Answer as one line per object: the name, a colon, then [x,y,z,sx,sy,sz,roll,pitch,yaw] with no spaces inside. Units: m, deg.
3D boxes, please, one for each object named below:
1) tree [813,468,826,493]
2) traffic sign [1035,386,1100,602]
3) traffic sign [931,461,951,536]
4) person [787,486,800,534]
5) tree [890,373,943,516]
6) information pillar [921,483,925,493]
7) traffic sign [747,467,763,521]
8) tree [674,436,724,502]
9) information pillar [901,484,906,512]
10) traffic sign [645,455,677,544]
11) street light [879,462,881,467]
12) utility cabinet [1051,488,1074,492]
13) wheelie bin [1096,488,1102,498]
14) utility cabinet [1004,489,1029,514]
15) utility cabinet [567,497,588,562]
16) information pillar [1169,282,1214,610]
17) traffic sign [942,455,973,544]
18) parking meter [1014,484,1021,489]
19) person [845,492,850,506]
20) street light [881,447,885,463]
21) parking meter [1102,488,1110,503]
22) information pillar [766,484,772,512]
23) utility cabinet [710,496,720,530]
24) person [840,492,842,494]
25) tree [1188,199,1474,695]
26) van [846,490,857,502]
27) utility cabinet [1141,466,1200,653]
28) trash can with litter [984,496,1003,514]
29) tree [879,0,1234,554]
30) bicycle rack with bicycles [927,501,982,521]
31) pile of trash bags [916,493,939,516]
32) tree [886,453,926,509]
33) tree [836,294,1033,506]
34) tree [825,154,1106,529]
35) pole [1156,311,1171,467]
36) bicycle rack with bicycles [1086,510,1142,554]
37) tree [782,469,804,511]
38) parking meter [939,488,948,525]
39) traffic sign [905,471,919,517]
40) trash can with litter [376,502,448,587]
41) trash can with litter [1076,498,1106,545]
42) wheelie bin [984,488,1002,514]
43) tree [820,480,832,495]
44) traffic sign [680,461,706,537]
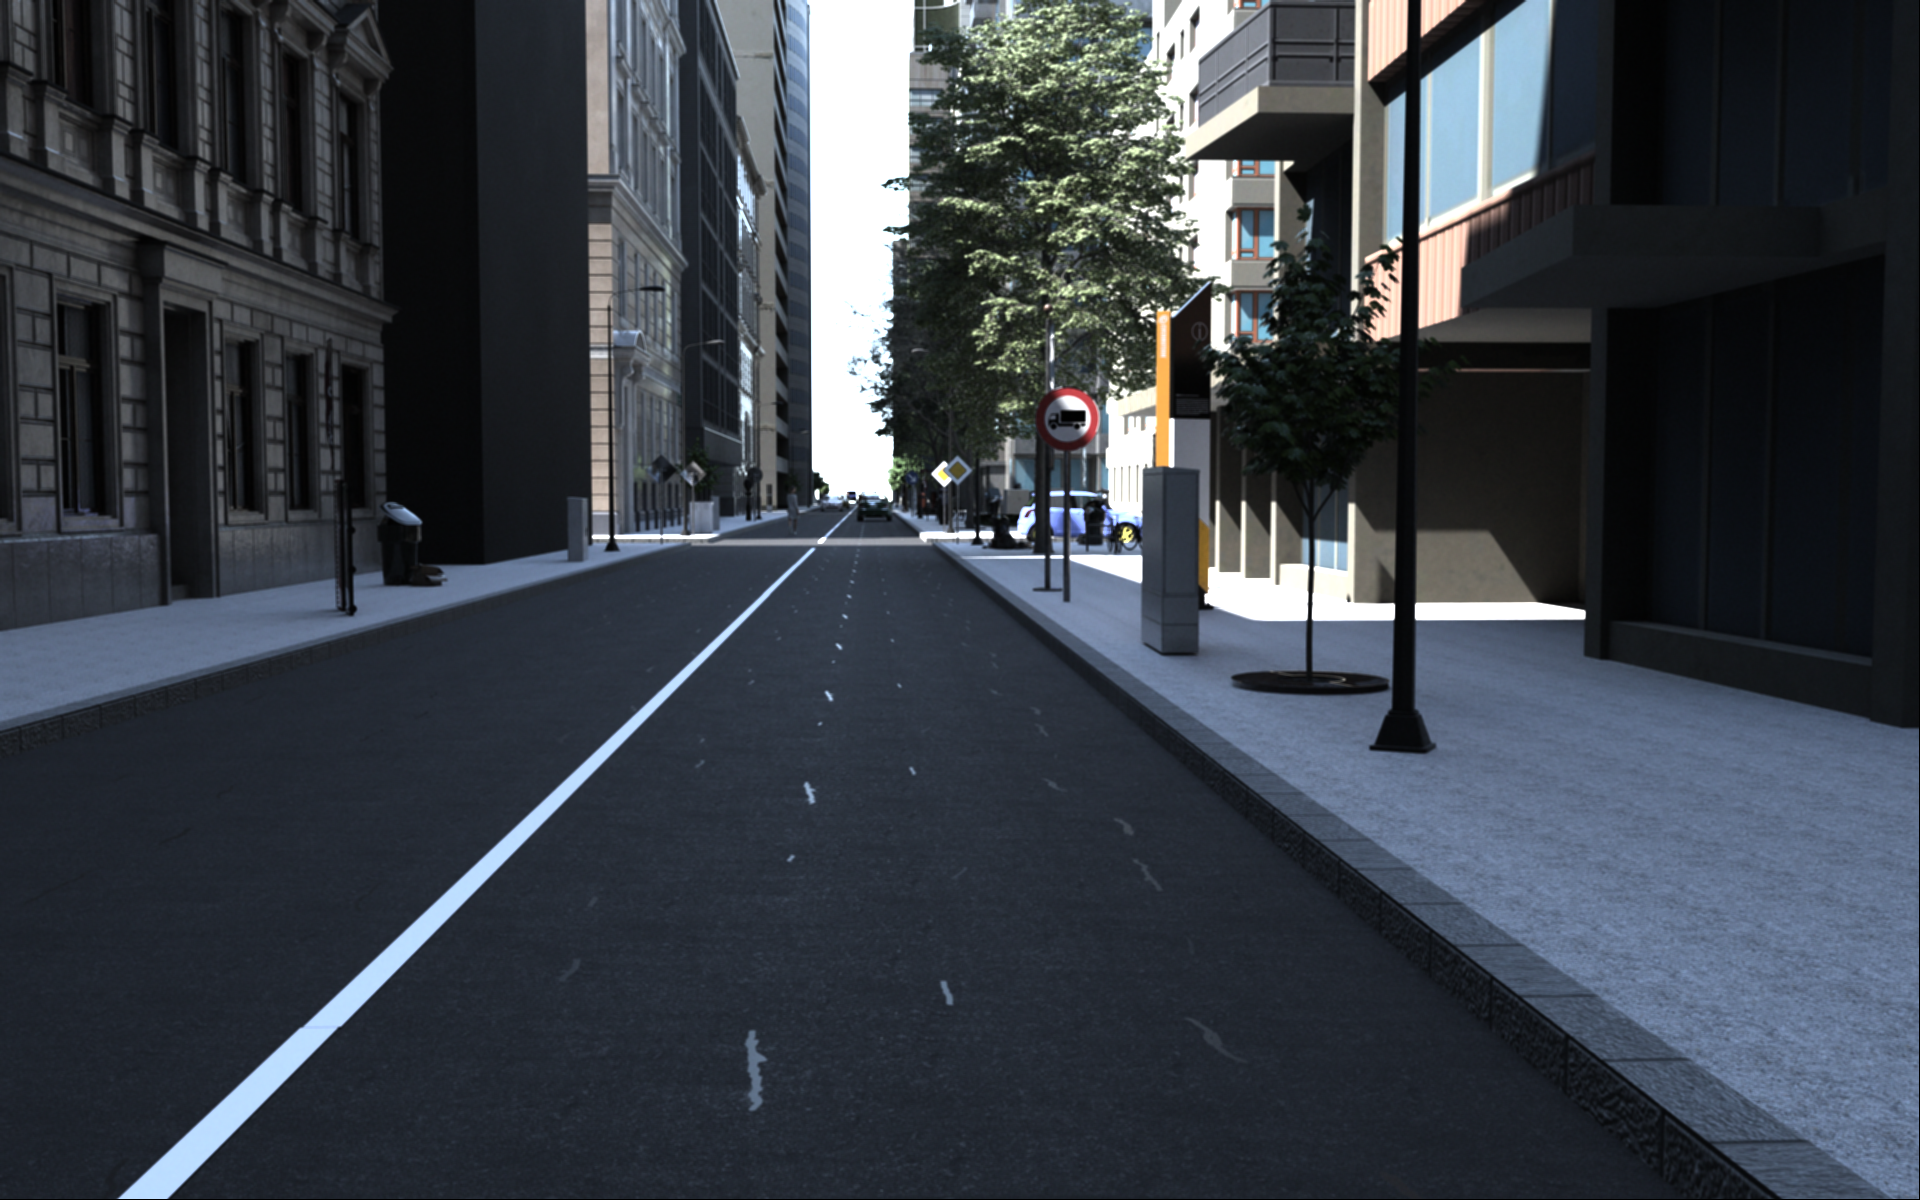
tree: [-17.412,-13.464,203.855,4.285,4.588,4.351,0,3,0]
traffic sign: [1.274,-1.253,20.591,0.768,2.556,0.104,0,4,5]
traffic sign: [-0.478,-2.983,52.413,0.795,2.450,0.064,0,4,-3]
person: [-5.927,-3.194,61.480,0.466,1.731,0.760,0,4,0]
tree: [-2.605,-9.255,101.674,4.737,8.622,4.395,0,3,0]
information pillar: [-2.582,-6.892,117.172,0.304,2.012,0.304,-1,4,-15]
traffic sign: [-9.646,-4.968,81.330,0.768,2.556,0.104,0,4,4]
tree: [-8.682,-3.878,58.001,1.663,3.219,1.824,0,3,0]
information pillar: [-4.059,-7.387,125.271,0.304,2.012,0.304,-1,4,-12]
traffic sign: [-7.598,-2.473,44.068,0.795,2.450,0.064,0,4,-3]
street light: [-8.508,-14.149,203.868,1.470,5.913,1.316,0,4,-3]
utility cabinet: [3.786,-3.535,66.482,1.173,1.500,0.318,0,4,4]
wheelie bin: [7.362,-4.995,89.574,0.693,1.594,0.980,0,4,0]
utility cabinet: [2.577,-4.302,79.014,1.173,1.500,0.318,-2,4,-29]
utility cabinet: [-7.332,-1.352,33.275,0.306,1.237,1.020,0,4,-6]
information pillar: [2.552,-1.699,19.127,0.504,3.616,0.183,-2,4,-24]
traffic sign: [-0.063,-2.495,44.439,0.795,2.450,0.064,0,4,-3]
parking meter: [3.162,-5.500,95.641,0.255,1.863,0.399,2,4,32]
person: [-13.858,-12.468,213.148,0.445,1.727,0.742,1,4,18]
street light: [-6.703,-12.015,168.991,1.470,5.913,1.316,0,4,-3]
parking meter: [6.477,-4.191,76.935,0.372,1.533,0.369,0,3,0]
information pillar: [-13.866,-7.431,125.989,0.304,2.012,0.304,-3,5,-42]
utility cabinet: [-8.730,-3.092,61.716,0.306,1.237,1.020,-1,4,-11]
person: [-16.047,-13.749,234.230,0.436,1.711,0.756,2,4,23]
tree: [2.261,-1.039,11.591,1.663,3.219,1.824,0,3,0]
van: [-17.662,-16.922,281.065,2.240,2.365,5.245,0,4,-4]
utility cabinet: [1.737,-0.343,14.287,0.318,1.500,1.173,0,4,-2]
trash can with litter: [1.671,-4.791,89.719,0.624,1.170,1.055,3,5,44]
tree: [2.000,-7.259,36.805,7.486,12.596,7.792,0,3,0]
bicycle rack with bicycles: [-0.387,-4.224,82.439,2.852,0.926,2.925,-1,4,-13]
pile of trash bags: [-1.841,-5.819,104.899,1.912,1.369,3.447,1,4,17]
tree: [-3.951,-8.954,130.119,4.285,4.588,4.351,0,3,0]
tree: [-0.857,-8.609,75.161,8.767,10.594,7.601,-1,4,-19]
tree: [0.231,-9.343,63.121,12.009,13.543,11.850,0,3,0]
pole: [2.279,-1.565,19.428,0.158,3.312,0.155,0,3,0]
bicycle rack with bicycles: [4.025,-1.528,38.370,2.852,0.926,2.925,-1,4,-15]
tree: [-12.679,-8.391,131.789,1.663,3.219,1.824,0,3,0]
parking meter: [-0.671,-3.910,72.346,0.372,1.533,0.369,0,3,0]
traffic sign: [-2.651,-5.869,96.062,0.768,2.556,0.104,0,4,7]
trash can with litter: [-7.673,-0.793,24.358,1.055,1.170,0.624,2,4,26]
trash can with litter: [3.242,-1.979,43.751,0.624,1.170,1.055,-2,4,-23]
wheelie bin: [1.715,-5.096,91.229,0.980,1.594,0.693,-2,4,-24]
tree: [-18.033,-14.597,233.263,1.663,3.219,1.824,0,3,0]
traffic sign: [-8.013,-2.960,52.042,0.795,2.450,0.064,0,4,-3]
